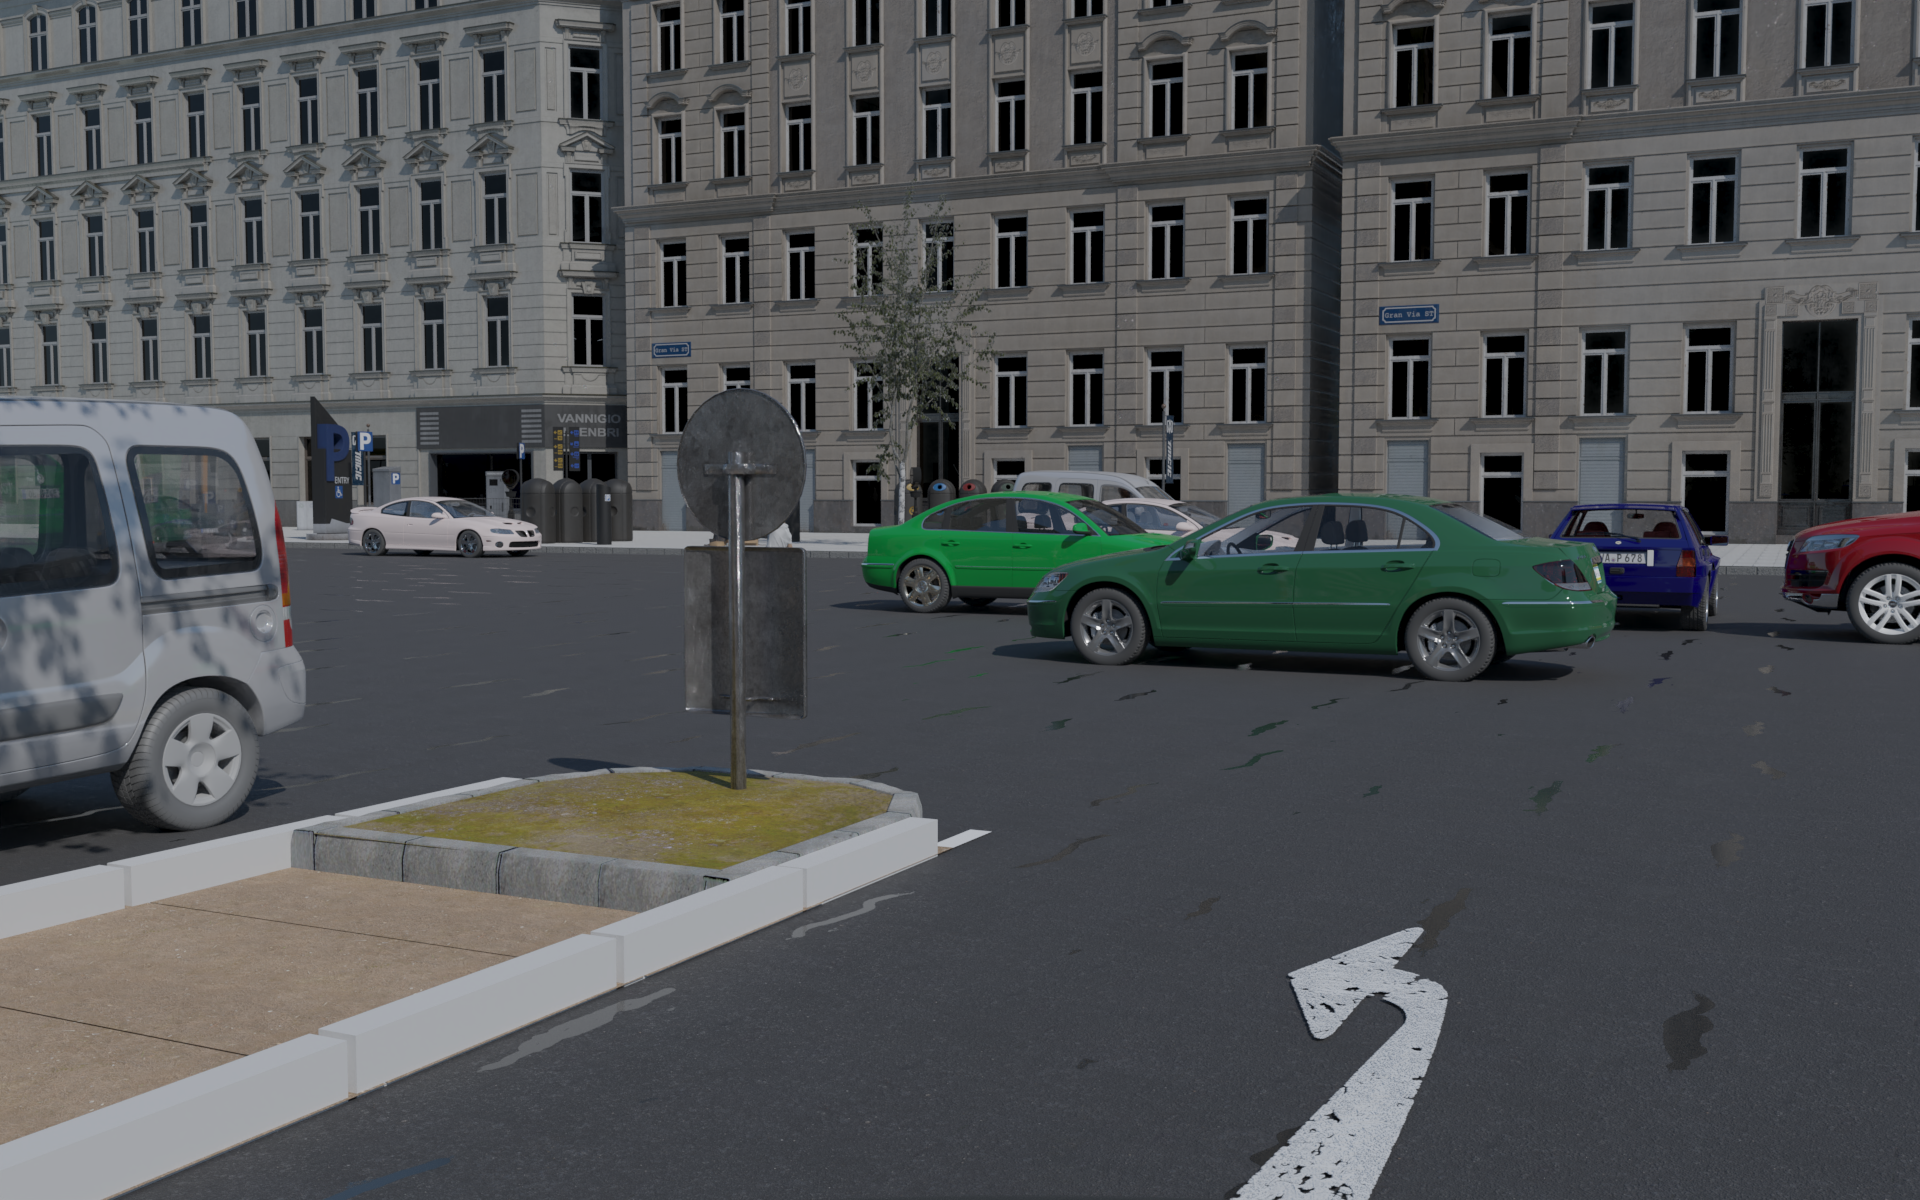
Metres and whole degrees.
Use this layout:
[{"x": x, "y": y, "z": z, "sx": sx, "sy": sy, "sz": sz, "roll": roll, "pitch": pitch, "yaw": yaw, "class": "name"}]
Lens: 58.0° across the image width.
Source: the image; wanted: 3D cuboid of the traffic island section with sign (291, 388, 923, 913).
[{"x": -1.220, "y": 0.070, "z": 6.999, "sx": 2.006, "sy": 1.907, "sz": 1.989, "roll": 2, "pitch": 4, "yaw": 26, "class": "traffic island section with sign"}]

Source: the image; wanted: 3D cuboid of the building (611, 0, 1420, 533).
[{"x": 1.676, "y": -16.044, "z": 59.585, "sx": 25.104, "sy": 27.353, "sz": 12.463, "roll": 2, "pitch": 4, "yaw": 26, "class": "building"}]

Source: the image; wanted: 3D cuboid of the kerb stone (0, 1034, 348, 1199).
[{"x": -1.716, "y": 1.138, "z": 3.658, "sx": 0.120, "sy": 0.150, "sz": 1.000, "roll": 2, "pitch": 4, "yaw": 26, "class": "kerb stone"}]

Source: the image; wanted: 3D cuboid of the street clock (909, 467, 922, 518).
[{"x": -1.194, "y": -2.567, "z": 46.547, "sx": 0.358, "sy": 2.002, "sz": 0.471, "roll": -1, "pitch": 4, "yaw": -13, "class": "street clock"}]

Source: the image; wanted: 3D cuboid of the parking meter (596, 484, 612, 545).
[{"x": -9.003, "y": -2.164, "z": 43.794, "sx": 0.372, "sy": 1.533, "sz": 0.369, "roll": 0, "pitch": 3, "yaw": 0, "class": "parking meter"}]

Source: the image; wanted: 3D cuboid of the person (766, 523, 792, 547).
[{"x": -1.874, "y": -0.292, "z": 17.179, "sx": 0.340, "sy": 1.345, "sz": 0.435, "roll": 1, "pitch": 4, "yaw": 17, "class": "person"}]

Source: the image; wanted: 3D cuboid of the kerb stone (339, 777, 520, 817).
[{"x": -2.234, "y": 0.907, "z": 7.374, "sx": 0.120, "sy": 0.150, "sz": 1.000, "roll": 2, "pitch": 4, "yaw": 26, "class": "kerb stone"}]

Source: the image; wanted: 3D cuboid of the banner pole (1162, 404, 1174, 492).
[{"x": 5.789, "y": -3.572, "z": 48.426, "sx": 0.401, "sy": 3.779, "sz": 0.863, "roll": 2, "pitch": 4, "yaw": 32, "class": "banner pole"}]

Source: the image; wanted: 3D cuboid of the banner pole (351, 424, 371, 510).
[{"x": -21.211, "y": -4.373, "z": 61.522, "sx": 0.863, "sy": 3.779, "sz": 0.401, "roll": -3, "pitch": 5, "yaw": -42, "class": "banner pole"}]

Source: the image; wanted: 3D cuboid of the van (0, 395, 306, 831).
[{"x": -4.558, "y": 0.030, "z": 6.523, "sx": 2.013, "sy": 2.044, "sz": 4.112, "roll": 2, "pitch": 4, "yaw": 27, "class": "van"}]

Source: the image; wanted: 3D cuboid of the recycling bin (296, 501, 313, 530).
[{"x": -23.062, "y": -2.990, "z": 61.448, "sx": 0.722, "sy": 1.027, "sz": 0.722, "roll": 0, "pitch": 4, "yaw": -4, "class": "recycling bin"}]

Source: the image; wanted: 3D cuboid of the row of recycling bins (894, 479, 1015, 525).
[{"x": -0.112, "y": -2.506, "z": 48.085, "sx": 3.534, "sy": 1.692, "sz": 1.069, "roll": 1, "pitch": 4, "yaw": 8, "class": "row of recycling bins"}]

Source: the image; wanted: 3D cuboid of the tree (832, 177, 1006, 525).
[{"x": -1.244, "y": -5.571, "z": 41.451, "sx": 4.360, "sy": 8.622, "sz": 3.978, "roll": 0, "pitch": 3, "yaw": 0, "class": "tree"}]

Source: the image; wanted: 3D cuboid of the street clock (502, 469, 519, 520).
[{"x": -13.186, "y": -2.831, "z": 50.852, "sx": 0.471, "sy": 2.002, "sz": 0.358, "roll": 0, "pitch": 4, "yaw": 0, "class": "street clock"}]

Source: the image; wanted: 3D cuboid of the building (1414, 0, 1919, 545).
[{"x": 23.964, "y": -15.327, "z": 47.858, "sx": 25.104, "sy": 27.353, "sz": 12.463, "roll": 2, "pitch": 4, "yaw": 26, "class": "building"}]

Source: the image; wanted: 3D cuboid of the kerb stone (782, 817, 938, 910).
[{"x": -0.361, "y": 0.969, "z": 6.429, "sx": 0.120, "sy": 0.150, "sz": 1.000, "roll": 2, "pitch": 4, "yaw": 26, "class": "kerb stone"}]

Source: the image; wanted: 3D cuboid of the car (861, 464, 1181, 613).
[{"x": 1.135, "y": -0.744, "z": 20.963, "sx": 4.718, "sy": 1.807, "sz": 1.959, "roll": 2, "pitch": 4, "yaw": 25, "class": "car"}]

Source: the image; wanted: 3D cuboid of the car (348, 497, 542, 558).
[{"x": -11.978, "y": -1.706, "z": 40.257, "sx": 4.827, "sy": 1.381, "sz": 2.083, "roll": 2, "pitch": 4, "yaw": 24, "class": "car"}]

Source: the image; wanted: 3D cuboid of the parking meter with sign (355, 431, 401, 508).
[{"x": -15.868, "y": -3.161, "z": 47.938, "sx": 1.738, "sy": 3.016, "sz": 0.543, "roll": 2, "pitch": 4, "yaw": 28, "class": "parking meter with sign"}]

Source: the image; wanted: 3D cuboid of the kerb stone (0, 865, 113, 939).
[{"x": -3.141, "y": 1.020, "z": 5.521, "sx": 0.120, "sy": 0.150, "sz": 1.000, "roll": 2, "pitch": 4, "yaw": 26, "class": "kerb stone"}]

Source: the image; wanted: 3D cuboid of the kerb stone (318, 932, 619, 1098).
[{"x": -1.266, "y": 1.077, "z": 4.580, "sx": 0.120, "sy": 0.150, "sz": 1.000, "roll": 2, "pitch": 4, "yaw": 26, "class": "kerb stone"}]

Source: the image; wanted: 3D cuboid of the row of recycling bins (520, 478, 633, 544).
[{"x": -10.095, "y": -2.377, "z": 45.970, "sx": 1.069, "sy": 1.692, "sz": 3.534, "roll": 3, "pitch": 4, "yaw": 36, "class": "row of recycling bins"}]

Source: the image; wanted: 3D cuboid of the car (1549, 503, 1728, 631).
[{"x": 7.634, "y": -0.433, "z": 19.658, "sx": 1.945, "sy": 1.354, "sz": 3.894, "roll": 2, "pitch": 4, "yaw": 26, "class": "car"}]

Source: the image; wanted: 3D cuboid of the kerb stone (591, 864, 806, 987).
[{"x": -0.811, "y": 1.021, "z": 5.506, "sx": 0.120, "sy": 0.150, "sz": 1.000, "roll": 2, "pitch": 4, "yaw": 26, "class": "kerb stone"}]

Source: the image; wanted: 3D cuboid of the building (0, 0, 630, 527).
[{"x": -28.577, "y": -18.349, "z": 76.421, "sx": 44.131, "sy": 29.872, "sz": 17.030, "roll": 2, "pitch": 4, "yaw": 26, "class": "building"}]

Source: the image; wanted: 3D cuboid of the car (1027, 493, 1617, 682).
[{"x": 2.908, "y": -0.171, "z": 14.592, "sx": 4.920, "sy": 1.459, "sz": 2.131, "roll": 2, "pitch": 4, "yaw": 27, "class": "car"}]

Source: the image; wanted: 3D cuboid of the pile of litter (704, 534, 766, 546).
[{"x": -5.499, "y": -1.782, "z": 43.101, "sx": 1.719, "sy": 0.858, "sz": 1.176, "roll": 0, "pitch": 4, "yaw": -4, "class": "pile of litter"}]

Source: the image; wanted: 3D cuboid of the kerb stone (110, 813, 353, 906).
[{"x": -2.691, "y": 0.963, "z": 6.445, "sx": 0.120, "sy": 0.150, "sz": 1.000, "roll": 2, "pitch": 4, "yaw": 26, "class": "kerb stone"}]

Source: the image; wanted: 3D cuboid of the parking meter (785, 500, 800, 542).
[{"x": -4.508, "y": -2.490, "z": 46.422, "sx": 0.399, "sy": 1.863, "sz": 0.255, "roll": -3, "pitch": 5, "yaw": -40, "class": "parking meter"}]

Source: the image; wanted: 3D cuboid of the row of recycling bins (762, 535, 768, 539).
[{"x": -5.426, "y": -2.693, "z": 51.137, "sx": 1.069, "sy": 1.692, "sz": 3.534, "roll": -1, "pitch": 4, "yaw": -9, "class": "row of recycling bins"}]

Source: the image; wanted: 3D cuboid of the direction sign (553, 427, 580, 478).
[{"x": -13.231, "y": -4.054, "z": 58.275, "sx": 0.876, "sy": 3.537, "sz": 0.379, "roll": -1, "pitch": 4, "yaw": -9, "class": "direction sign"}]

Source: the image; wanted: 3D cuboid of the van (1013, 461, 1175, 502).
[{"x": 2.894, "y": -1.422, "z": 30.254, "sx": 4.112, "sy": 2.044, "sz": 2.013, "roll": 2, "pitch": 4, "yaw": 28, "class": "van"}]

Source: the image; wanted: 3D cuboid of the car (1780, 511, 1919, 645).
[{"x": 10.783, "y": -0.482, "z": 16.548, "sx": 5.304, "sy": 1.827, "sz": 2.281, "roll": 2, "pitch": 4, "yaw": 27, "class": "car"}]

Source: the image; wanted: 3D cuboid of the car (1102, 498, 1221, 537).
[{"x": 3.194, "y": -0.901, "z": 27.088, "sx": 4.827, "sy": 1.381, "sz": 2.083, "roll": 2, "pitch": 4, "yaw": 25, "class": "car"}]

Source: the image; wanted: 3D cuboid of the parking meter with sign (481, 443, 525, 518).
[{"x": -15.756, "y": -3.838, "z": 59.013, "sx": 1.738, "sy": 3.016, "sz": 0.543, "roll": 0, "pitch": 4, "yaw": 5, "class": "parking meter with sign"}]

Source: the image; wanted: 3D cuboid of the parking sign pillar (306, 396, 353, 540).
[{"x": -17.564, "y": -3.668, "z": 48.444, "sx": 1.447, "sy": 3.967, "sz": 1.447, "roll": 1, "pitch": 4, "yaw": 14, "class": "parking sign pillar"}]

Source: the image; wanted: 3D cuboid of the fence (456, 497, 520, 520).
[{"x": -13.129, "y": -2.299, "z": 48.790, "sx": 2.264, "sy": 1.192, "sz": 0.480, "roll": -2, "pitch": 4, "yaw": -31, "class": "fence"}]
